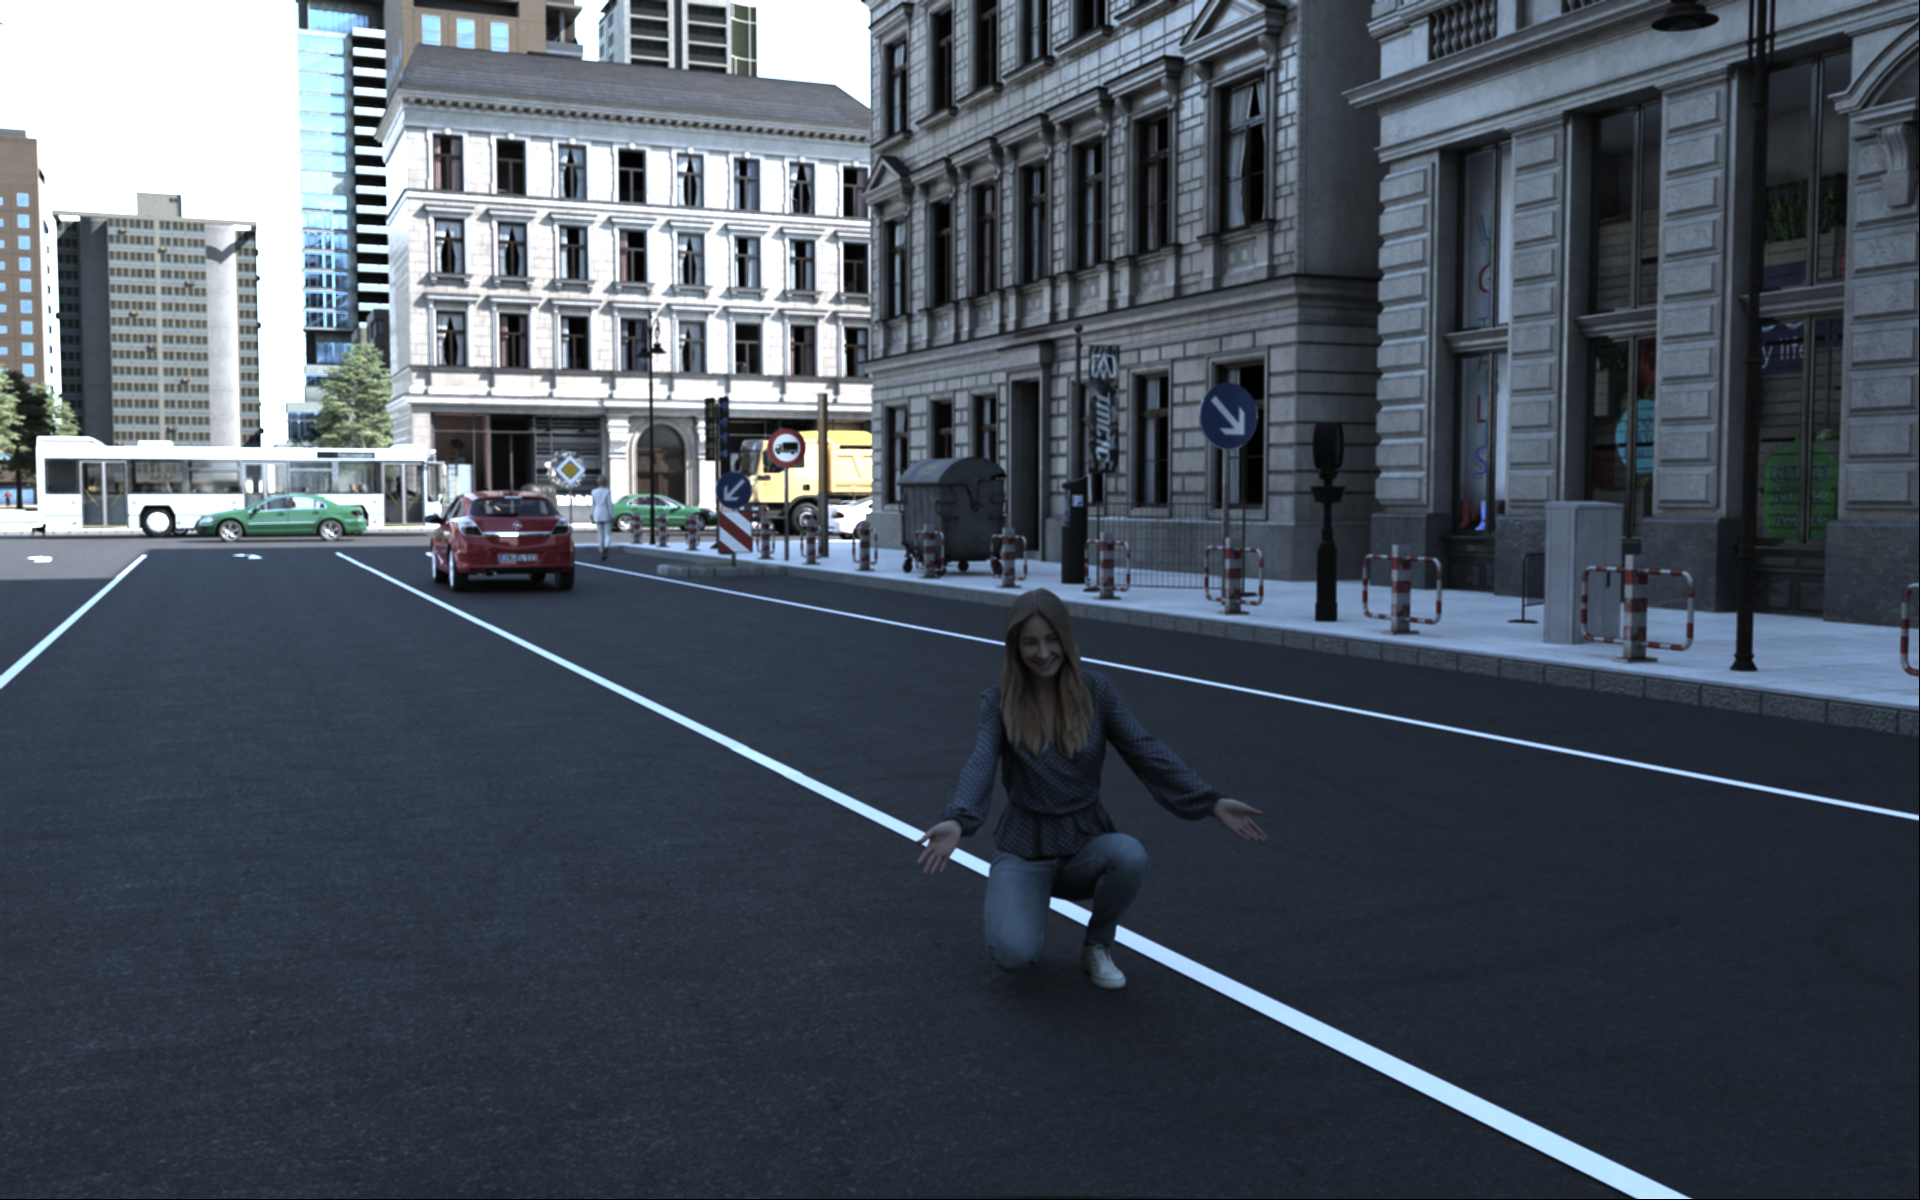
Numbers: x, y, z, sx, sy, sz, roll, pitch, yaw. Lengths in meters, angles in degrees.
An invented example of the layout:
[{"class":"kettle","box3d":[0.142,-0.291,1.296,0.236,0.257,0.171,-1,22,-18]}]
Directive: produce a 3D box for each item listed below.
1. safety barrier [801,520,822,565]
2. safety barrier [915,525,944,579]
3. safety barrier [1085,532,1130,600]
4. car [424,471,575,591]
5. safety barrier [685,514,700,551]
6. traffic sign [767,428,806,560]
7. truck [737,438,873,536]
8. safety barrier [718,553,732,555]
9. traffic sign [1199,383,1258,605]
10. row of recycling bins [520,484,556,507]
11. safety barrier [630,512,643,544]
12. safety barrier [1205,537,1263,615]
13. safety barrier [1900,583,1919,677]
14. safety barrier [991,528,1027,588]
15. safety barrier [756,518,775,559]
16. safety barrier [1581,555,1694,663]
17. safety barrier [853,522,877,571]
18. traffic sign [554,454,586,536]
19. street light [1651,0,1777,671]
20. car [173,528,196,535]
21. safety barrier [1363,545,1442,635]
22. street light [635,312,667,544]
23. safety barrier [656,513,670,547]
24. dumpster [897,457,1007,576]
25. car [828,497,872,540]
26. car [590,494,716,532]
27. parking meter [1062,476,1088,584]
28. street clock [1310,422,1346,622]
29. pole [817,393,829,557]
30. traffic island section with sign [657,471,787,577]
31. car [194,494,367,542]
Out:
[{"class":"safety barrier","box3d":[-2.715,-1.057,31.559,0.300,0.817,1.120,-2,4,-23]},{"class":"safety barrier","box3d":[-0.466,-0.738,26.341,0.300,0.817,1.120,-2,4,-23]},{"class":"safety barrier","box3d":[1.790,-0.417,21.086,0.300,0.817,1.120,-2,4,-23]},{"class":"car","box3d":[-7.231,-1.108,27.162,2.155,1.783,4.494,-1,4,-22]},{"class":"safety barrier","box3d":[-6.091,-1.538,39.420,0.300,0.817,1.120,-2,4,-23]},{"class":"traffic sign","box3d":[-3.347,-2.036,33.398,0.768,2.556,0.104,-1,4,-18]},{"class":"truck","box3d":[-3.811,-4.011,61.509,9.791,3.379,3.469,-1,4,-23]},{"class":"safety barrier","box3d":[-4.967,-1.377,36.797,0.300,0.817,1.120,-2,4,-23]},{"class":"traffic sign","box3d":[3.060,-1.213,19.932,0.768,2.556,0.104,-1,4,-21]},{"class":"row of recycling bins","box3d":[-17.084,-3.870,70.385,1.069,1.692,3.534,0,4,-1]},{"class":"safety barrier","box3d":[-8.336,-1.857,44.645,0.300,0.817,1.120,-2,4,-23]},{"class":"safety barrier","box3d":[2.915,-0.257,18.477,0.300,0.817,1.120,-2,4,-23]},{"class":"safety barrier","box3d":[6.284,0.223,10.633,0.300,0.817,1.120,-2,4,-23]},{"class":"safety barrier","box3d":[0.664,-0.577,23.703,0.300,0.817,1.120,-2,4,-23]},{"class":"safety barrier","box3d":[-3.841,-1.218,34.188,0.300,0.817,1.120,-2,4,-23]},{"class":"safety barrier","box3d":[5.166,0.063,13.246,0.300,0.817,1.120,-2,4,-23]},{"class":"safety barrier","box3d":[-1.593,-0.897,28.949,0.300,0.817,1.120,-2,4,-23]},{"class":"traffic sign","box3d":[-9.806,-2.444,43.599,0.795,2.450,0.064,-2,4,-23]},{"class":"street light","box3d":[5.712,-2.425,12.444,0.468,5.910,1.993,-2,4,-23]},{"class":"car","box3d":[-26.268,-2.972,61.176,3.894,1.354,1.945,-2,4,-23]},{"class":"safety barrier","box3d":[4.040,-0.097,15.865,0.300,0.817,1.120,-2,4,-23]},{"class":"street light","box3d":[-7.842,-4.356,44.015,0.468,5.910,1.993,-2,4,-23]},{"class":"safety barrier","box3d":[-7.219,-1.697,42.028,0.300,0.817,1.120,-2,4,-23]},{"class":"dumpster","box3d":[-0.111,-1.346,27.759,1.264,1.857,1.865,-1,4,-23]},{"class":"car","box3d":[-1.932,-2.514,53.472,4.827,1.381,2.083,-1,4,-22]},{"class":"car","box3d":[-11.751,-3.363,66.790,4.920,1.459,2.131,-2,4,-24]},{"class":"parking meter","box3d":[1.645,-1.006,24.854,0.372,1.533,0.369,0,3,0]},{"class":"street clock","box3d":[3.706,-0.789,17.465,0.358,2.002,0.471,1,4,22]},{"class":"pole","box3d":[-2.784,-2.528,35.172,0.158,3.312,0.155,0,3,0]},{"class":"traffic island section with sign","box3d":[-4.354,-1.370,31.028,1.989,1.847,2.006,-2,4,-23]},{"class":"car","box3d":[-20.692,-2.511,52.849,4.920,1.459,2.131,-1,4,-22]}]
